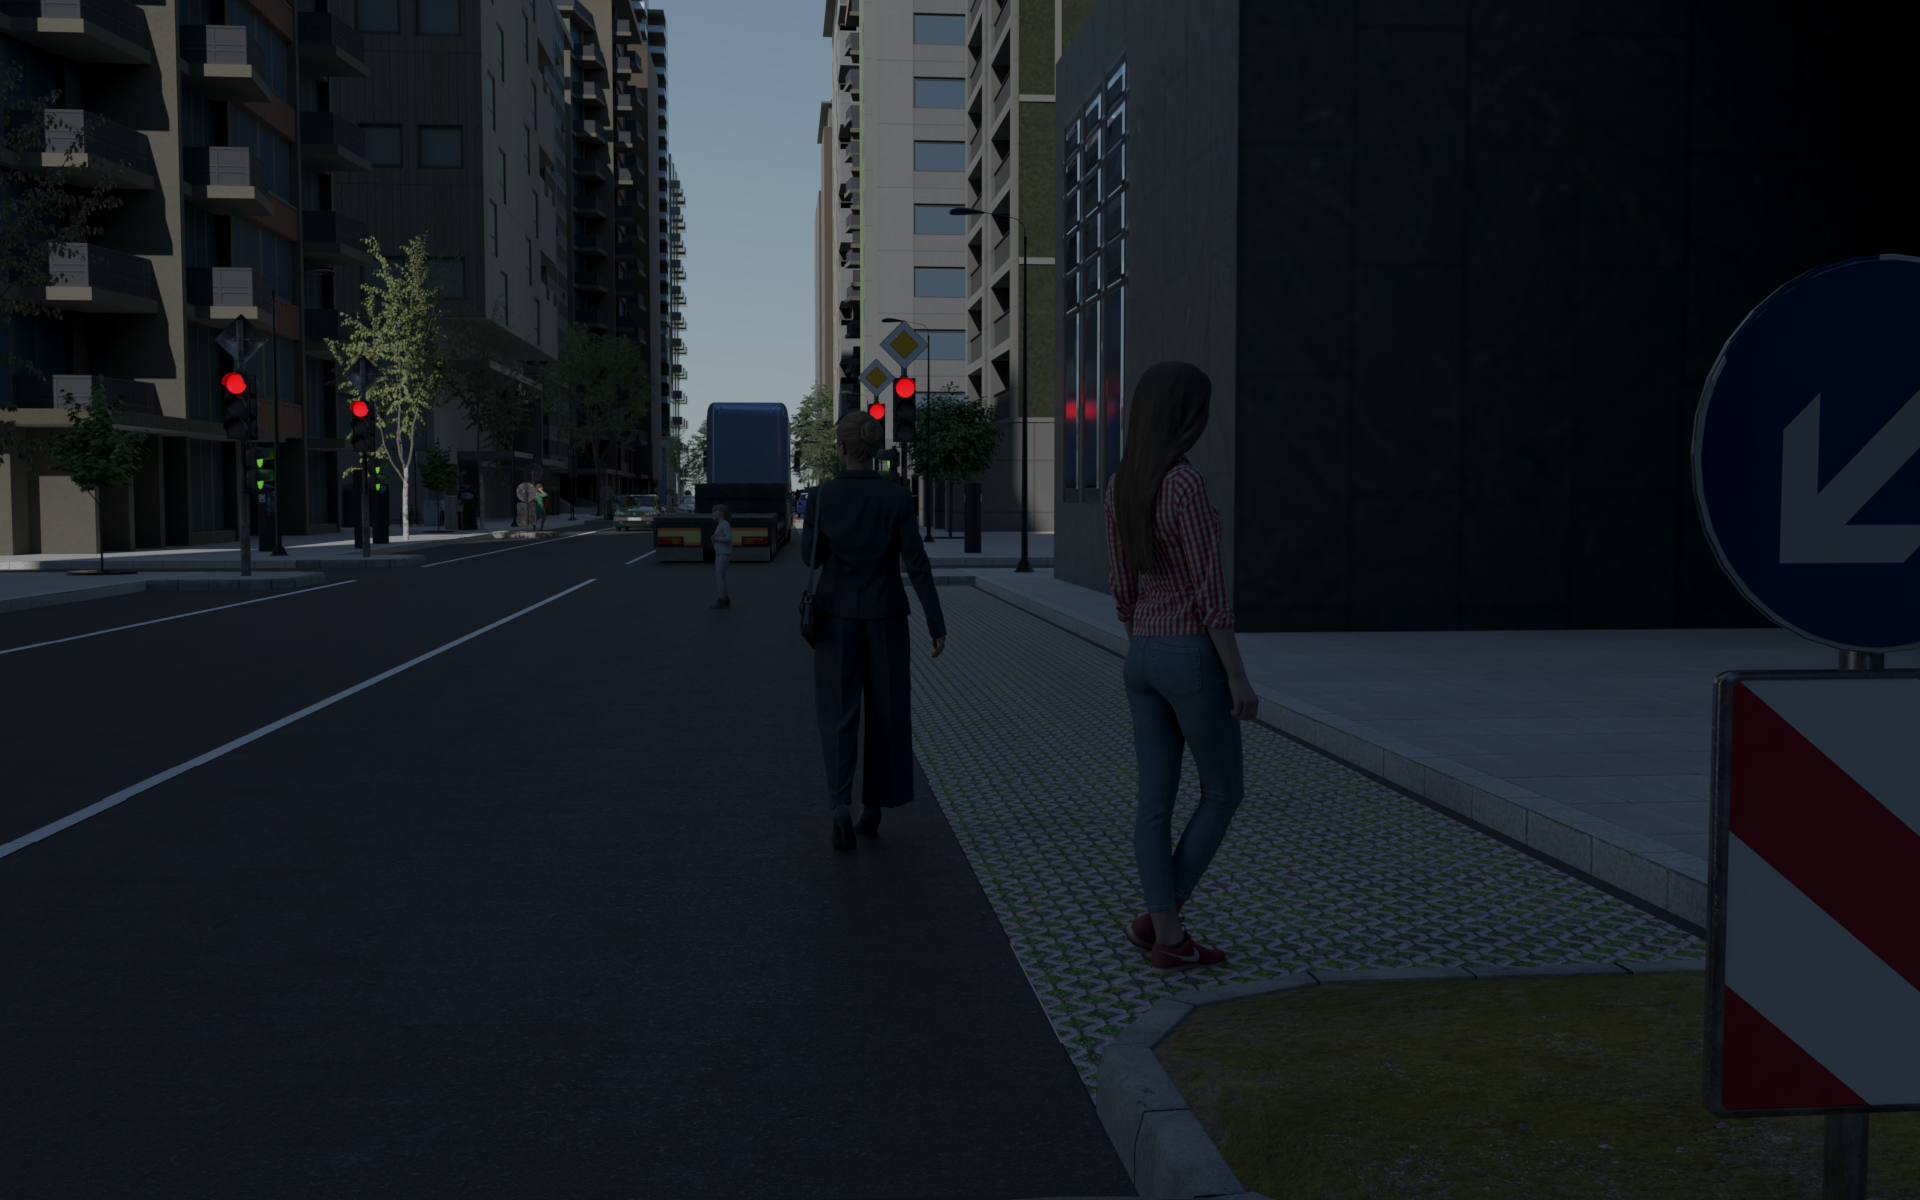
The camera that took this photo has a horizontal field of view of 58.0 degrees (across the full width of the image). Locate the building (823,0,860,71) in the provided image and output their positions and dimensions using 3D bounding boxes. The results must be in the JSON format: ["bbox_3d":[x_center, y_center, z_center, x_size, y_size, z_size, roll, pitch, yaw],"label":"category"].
[{"bbox_3d":[1.136,-35.699,172.921,28.713,52.752,27.495,0,4,-6],"label":"building"}]

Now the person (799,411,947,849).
[{"bbox_3d":[-0.377,0.110,7.125,0.576,1.772,0.534,-1,4,-21],"label":"person"}]

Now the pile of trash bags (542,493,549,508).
[{"bbox_3d":[-25.557,-5.560,100.665,3.447,1.369,1.912,0,4,7],"label":"pile of trash bags"}]

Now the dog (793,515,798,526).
[{"bbox_3d":[-7.612,-3.591,77.998,0.540,0.507,0.406,-2,4,-29],"label":"dog"}]

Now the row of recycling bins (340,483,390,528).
[{"bbox_3d":[-23.294,-3.703,67.662,1.069,1.692,3.534,0,4,4],"label":"row of recycling bins"}]

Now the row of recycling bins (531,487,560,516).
[{"bbox_3d":[-24.880,-5.933,104.118,1.069,1.692,3.534,0,4,5],"label":"row of recycling bins"}]

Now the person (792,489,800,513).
[{"bbox_3d":[-12.369,-7.558,132.030,1.348,1.831,0.705,1,4,14],"label":"person"}]

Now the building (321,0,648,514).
[{"bbox_3d":[-38.500,-30.118,147.046,22.147,44.769,28.867,0,4,-6],"label":"building"}]

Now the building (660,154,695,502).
[{"bbox_3d":[-49.091,-37.831,238.139,23.786,49.044,30.456,0,4,-6],"label":"building"}]

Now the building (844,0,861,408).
[{"bbox_3d":[1.645,-29.989,144.937,22.147,44.769,28.867,0,4,-6],"label":"building"}]

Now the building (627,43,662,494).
[{"bbox_3d":[-36.782,-31.747,169.167,14.600,45.320,14.200,0,4,-6],"label":"building"}]

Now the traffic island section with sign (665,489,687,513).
[{"bbox_3d":[-22.465,-7.707,134.640,1.989,1.847,2.006,0,4,-6],"label":"traffic island section with sign"}]

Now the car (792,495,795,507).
[{"bbox_3d":[-16.156,-9.856,173.142,2.014,1.417,4.499,0,4,-7],"label":"car"}]

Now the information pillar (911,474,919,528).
[{"bbox_3d":[-1.680,-3.700,64.984,0.304,2.012,0.304,0,4,-1],"label":"information pillar"}]

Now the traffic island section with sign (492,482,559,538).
[{"bbox_3d":[-14.410,-2.995,57.591,1.989,1.847,2.006,0,4,-6],"label":"traffic island section with sign"}]

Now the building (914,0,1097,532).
[{"bbox_3d":[9.244,-38.155,62.081,20.563,71.187,20.611,0,4,-6],"label":"building"}]

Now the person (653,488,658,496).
[{"bbox_3d":[-18.419,-5.764,102.960,1.509,1.804,0.699,-3,5,-40],"label":"person"}]

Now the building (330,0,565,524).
[{"bbox_3d":[-34.461,-30.179,82.666,28.713,52.752,27.495,0,4,-6],"label":"building"}]

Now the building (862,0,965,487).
[{"bbox_3d":[5.018,-33.959,97.221,21.231,58.520,28.212,0,4,-6],"label":"building"}]

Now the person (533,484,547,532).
[{"bbox_3d":[-15.049,-3.251,61.900,0.529,1.795,0.600,-1,4,-21],"label":"person"}]

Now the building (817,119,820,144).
[{"bbox_3d":[-4.087,-39.122,228.877,28.713,52.752,27.495,0,4,-6],"label":"building"}]

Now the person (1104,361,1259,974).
[{"bbox_3d":[0.669,0.204,5.168,0.388,1.821,0.555,-3,5,-41],"label":"person"}]

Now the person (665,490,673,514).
[{"bbox_3d":[-17.868,-5.935,106.548,0.522,1.701,0.512,0,4,7],"label":"person"}]

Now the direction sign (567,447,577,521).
[{"bbox_3d":[-19.245,-5.758,86.141,0.379,3.537,0.876,1,4,13],"label":"direction sign"}]

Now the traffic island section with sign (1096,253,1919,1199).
[{"bbox_3d":[1.349,0.305,3.645,1.989,1.847,2.006,0,4,-6],"label":"traffic island section with sign"}]

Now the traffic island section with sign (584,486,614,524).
[{"bbox_3d":[-17.212,-4.634,84.400,1.989,1.847,2.006,0,4,-6],"label":"traffic island section with sign"}]

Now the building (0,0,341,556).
[{"bbox_3d":[-29.336,-24.007,47.134,22.147,44.769,28.867,0,4,-6],"label":"building"}]

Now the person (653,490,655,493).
[{"bbox_3d":[-22.060,-7.130,125.795,0.721,1.735,1.217,0,4,3],"label":"person"}]

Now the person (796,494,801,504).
[{"bbox_3d":[-11.349,-6.814,123.162,0.557,1.426,1.065,1,4,18],"label":"person"}]

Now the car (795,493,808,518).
[{"bbox_3d":[-9.197,-5.930,106.548,1.945,1.707,3.694,0,4,-5],"label":"car"}]

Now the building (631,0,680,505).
[{"bbox_3d":[-44.746,-54.664,206.431,22.319,86.520,31.000,0,4,-6],"label":"building"}]

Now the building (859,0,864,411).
[{"bbox_3d":[-0.150,-26.870,122.920,14.154,41.232,14.086,0,4,-6],"label":"building"}]

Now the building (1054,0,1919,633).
[{"bbox_3d":[14.140,-42.622,9.543,22.319,86.520,31.000,0,4,-6],"label":"building"}]

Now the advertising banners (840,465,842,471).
[{"bbox_3d":[-6.949,-6.551,103.302,0.090,3.025,2.074,1,4,9],"label":"advertising banners"}]

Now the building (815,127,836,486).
[{"bbox_3d":[-9.459,-34.085,207.404,14.600,45.320,14.200,0,4,-6],"label":"building"}]

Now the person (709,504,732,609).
[{"bbox_3d":[-3.008,-0.549,21.761,0.394,1.301,0.425,-3,5,-41],"label":"person"}]

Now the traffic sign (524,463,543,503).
[{"bbox_3d":[-17.511,-4.343,71.106,0.768,2.556,0.104,0,4,-5],"label":"traffic sign"}]

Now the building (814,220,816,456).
[{"bbox_3d":[-13.443,-36.632,249.051,14.600,45.320,14.200,0,4,-6],"label":"building"}]

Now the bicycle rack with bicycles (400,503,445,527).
[{"bbox_3d":[-20.673,-3.335,67.906,2.852,0.926,2.925,0,4,-6],"label":"bicycle rack with bicycles"}]

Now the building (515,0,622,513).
[{"bbox_3d":[-40.495,-26.187,120.040,32.217,40.220,23.993,0,4,-6],"label":"building"}]

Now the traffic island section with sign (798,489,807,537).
[{"bbox_3d":[-4.370,-3.041,58.349,1.989,1.847,2.006,0,4,-6],"label":"traffic island section with sign"}]

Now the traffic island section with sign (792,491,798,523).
[{"bbox_3d":[-7.205,-4.701,85.484,1.989,1.847,2.006,0,4,-6],"label":"traffic island section with sign"}]

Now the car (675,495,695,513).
[{"bbox_3d":[-14.183,-4.929,92.945,2.083,1.381,4.827,0,4,-5],"label":"car"}]

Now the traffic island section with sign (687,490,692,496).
[{"bbox_3d":[-25.279,-9.347,161.449,1.989,1.847,2.006,0,4,-6],"label":"traffic island section with sign"}]
